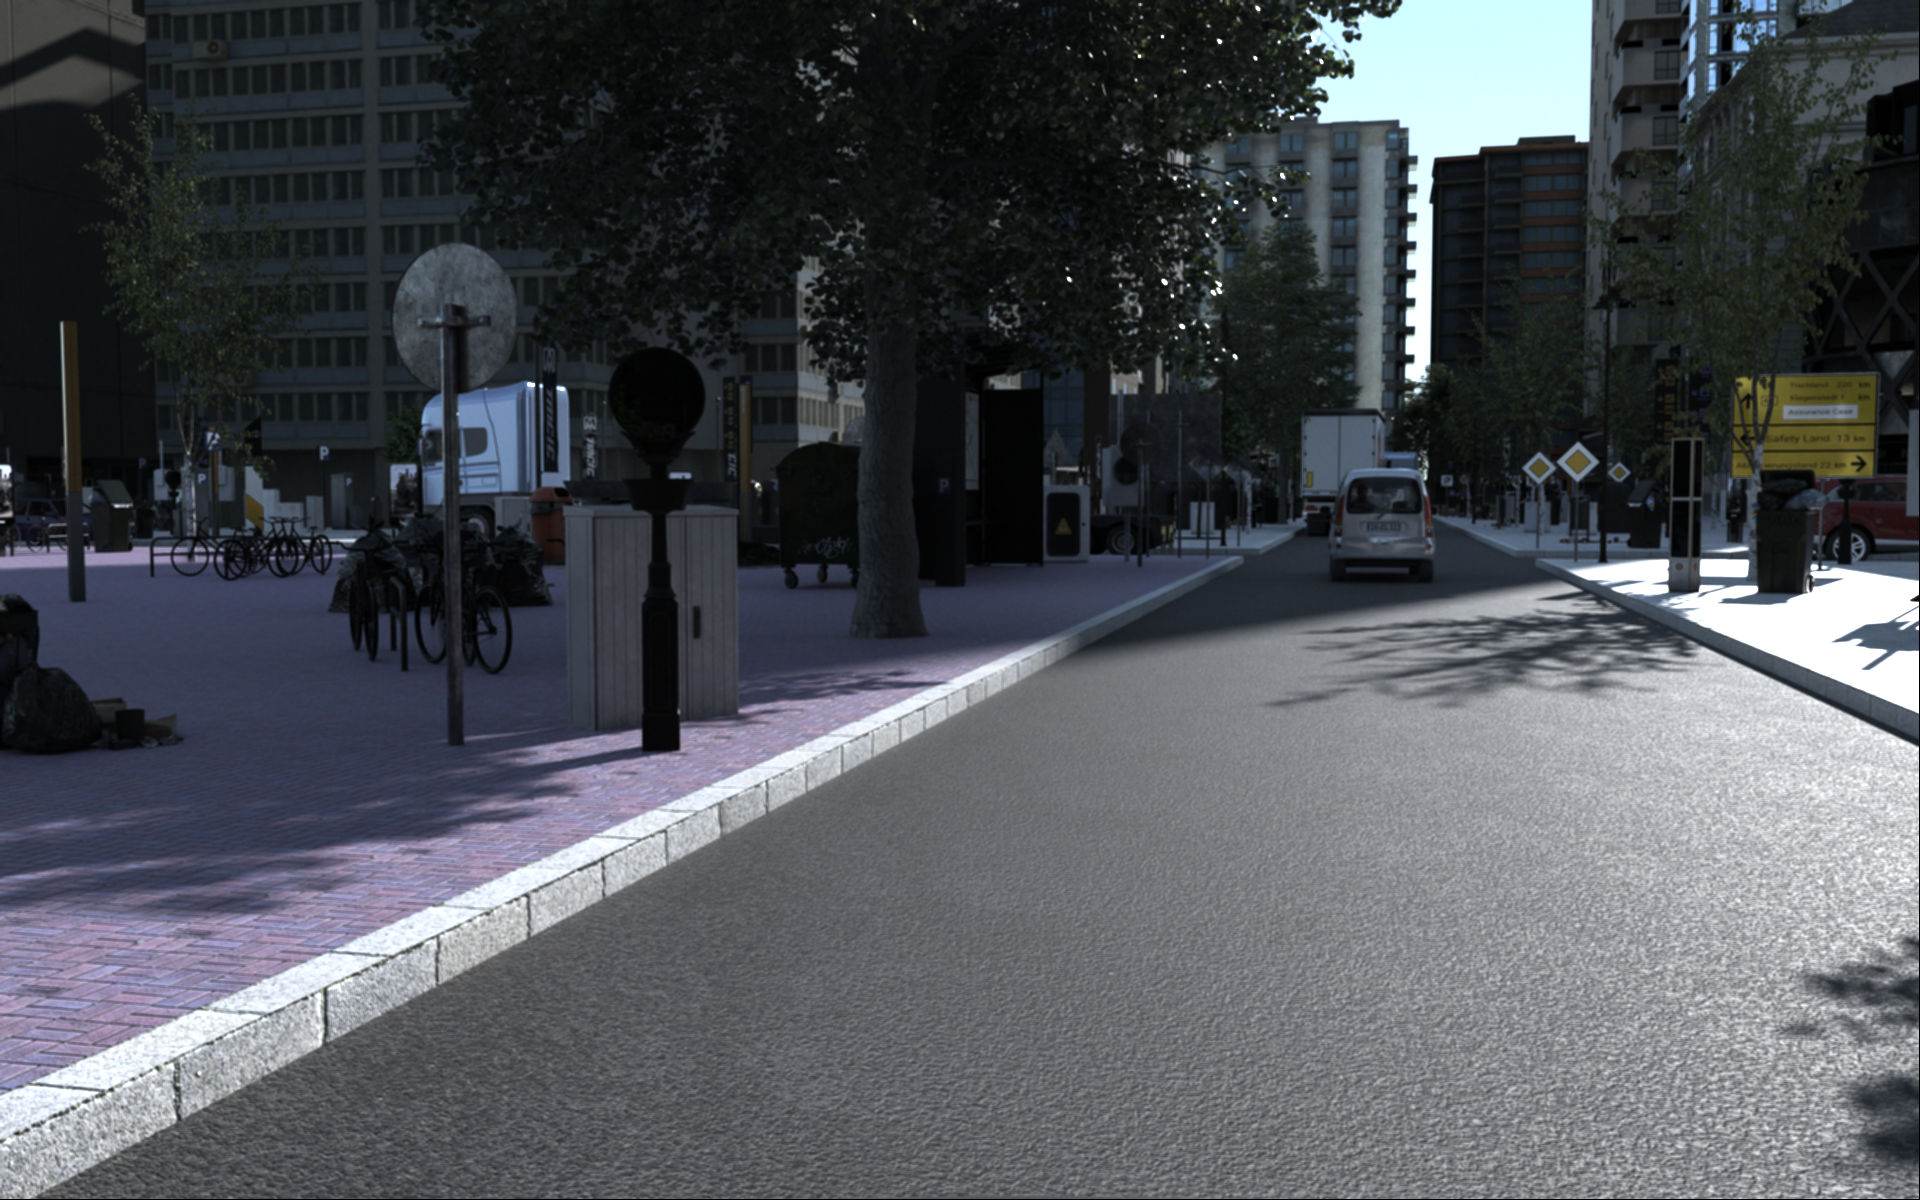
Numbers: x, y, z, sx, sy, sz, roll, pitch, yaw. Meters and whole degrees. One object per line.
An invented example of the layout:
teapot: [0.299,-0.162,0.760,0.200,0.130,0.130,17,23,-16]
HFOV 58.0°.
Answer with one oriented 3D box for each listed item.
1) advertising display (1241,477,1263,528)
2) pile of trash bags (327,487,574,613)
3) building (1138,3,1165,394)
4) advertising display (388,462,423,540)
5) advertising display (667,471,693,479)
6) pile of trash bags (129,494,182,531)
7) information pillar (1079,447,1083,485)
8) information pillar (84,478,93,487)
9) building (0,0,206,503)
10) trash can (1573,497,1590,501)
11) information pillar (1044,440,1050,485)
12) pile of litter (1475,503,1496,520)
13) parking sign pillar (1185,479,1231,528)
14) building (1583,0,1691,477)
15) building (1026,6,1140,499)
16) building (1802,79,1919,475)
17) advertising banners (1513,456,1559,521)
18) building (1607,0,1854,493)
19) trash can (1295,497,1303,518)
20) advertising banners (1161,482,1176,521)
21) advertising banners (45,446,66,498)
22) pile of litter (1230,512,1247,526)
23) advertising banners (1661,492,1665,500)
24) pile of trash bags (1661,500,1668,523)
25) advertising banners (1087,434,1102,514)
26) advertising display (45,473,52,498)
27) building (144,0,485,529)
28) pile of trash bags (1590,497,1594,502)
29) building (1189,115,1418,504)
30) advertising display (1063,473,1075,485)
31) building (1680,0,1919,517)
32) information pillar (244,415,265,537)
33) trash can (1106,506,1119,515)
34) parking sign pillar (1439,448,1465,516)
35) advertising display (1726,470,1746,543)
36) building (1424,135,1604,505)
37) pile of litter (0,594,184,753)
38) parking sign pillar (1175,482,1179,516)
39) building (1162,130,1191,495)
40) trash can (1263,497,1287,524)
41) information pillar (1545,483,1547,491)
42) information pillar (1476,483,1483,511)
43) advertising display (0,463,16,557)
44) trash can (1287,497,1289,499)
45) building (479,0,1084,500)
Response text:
advertising display: [11.070,-3.698,65.682,0.974,1.923,0.123,-2,4,-30]
pile of trash bags: [-5.565,-0.633,20.100,1.912,1.369,3.447,1,4,21]
building: [8.714,-27.936,140.352,14.154,41.232,14.086,1,4,13]
advertising display: [-11.398,-1.860,35.630,0.974,1.923,0.123,3,4,36]
advertising display: [-7.798,-2.627,48.161,0.123,1.923,0.974,2,4,33]
pile of trash bags: [-28.642,-3.142,61.125,3.447,1.369,1.912,2,4,27]
information pillar: [6.088,-5.866,87.262,0.183,3.616,0.504,-1,4,-14]
information pillar: [-40.069,-4.597,79.652,0.304,2.012,0.304,-3,5,-39]
building: [-51.053,-27.990,81.345,21.600,48.544,21.300,1,4,13]
trash can: [27.819,-4.032,77.571,0.748,1.137,0.748,0,3,0]
information pillar: [3.671,-5.060,74.086,0.183,3.616,0.504,2,4,35]
pile of litter: [26.451,-4.446,86.661,1.719,0.858,1.176,0,4,-2]
parking sign pillar: [9.460,-4.682,65.022,1.447,3.967,1.447,2,4,25]
building: [71.102,-34.488,153.111,28.713,52.752,27.495,1,4,13]
building: [5.283,-29.139,126.532,14.600,45.320,14.200,1,4,13]
building: [46.088,-12.759,76.060,16.820,18.784,16.811,1,4,13]
advertising banners: [26.770,-5.159,80.533,2.074,3.025,0.090,0,4,3]
building: [60.955,-49.652,124.488,22.319,86.520,31.000,1,4,13]
trash can: [18.002,-4.949,92.566,0.748,1.137,0.748,0,3,0]
advertising banners: [10.196,-5.319,83.153,0.090,3.025,2.074,3,5,43]
advertising banners: [-33.083,-4.083,62.952,2.074,3.025,0.090,1,4,11]
pile of litter: [11.494,-3.478,70.830,1.176,0.858,1.719,2,4,29]
advertising banners: [36.785,-5.725,89.790,2.074,3.025,0.090,-3,4,-38]
pile of trash bags: [31.290,-4.165,77.857,3.447,1.369,1.912,2,4,30]
advertising banners: [3.743,-3.301,50.163,0.090,3.025,2.074,2,4,26]
advertising display: [-28.007,-2.937,53.242,0.123,1.923,0.974,-2,4,-25]
building: [-16.860,-23.314,73.065,32.217,40.220,23.993,1,4,13]
pile of trash bags: [37.967,-6.016,108.109,3.447,1.369,1.912,2,4,32]
building: [42.721,-36.874,222.504,30.456,49.044,23.786,1,4,13]
advertising display: [3.390,-2.974,53.845,0.123,1.923,0.974,1,4,20]
building: [49.182,-18.911,96.578,14.401,28.519,23.554,1,4,13]
information pillar: [-20.967,-3.676,51.459,0.504,3.616,0.183,-2,4,-30]
trash can: [6.807,-4.016,77.311,0.748,1.137,0.748,0,3,0]
parking sign pillar: [28.846,-6.912,101.480,1.447,3.967,1.447,1,4,15]
advertising display: [20.504,-2.482,45.788,0.123,1.923,0.974,0,4,3]
building: [71.364,-34.262,214.808,28.867,44.769,22.147,1,4,13]
pile of litter: [-4.887,0.302,9.021,1.719,0.858,1.176,2,4,27]
parking sign pillar: [13.256,-6.929,101.762,1.447,3.967,1.447,-1,4,-16]
building: [11.490,-44.775,170.321,20.611,71.187,20.563,1,4,13]
trash can: [13.443,-3.855,74.685,0.748,1.137,0.748,0,3,0]
information pillar: [30.750,-5.257,90.440,0.304,2.012,0.304,0,4,4]
information pillar: [33.212,-6.500,110.761,0.304,2.012,0.304,-2,4,-24]
advertising display: [-19.643,-1.839,35.278,0.123,1.923,0.974,1,4,10]
trash can: [14.723,-4.154,79.567,0.748,1.137,0.748,0,3,0]
building: [-9.015,-25.444,107.894,32.217,40.220,23.993,1,4,13]
